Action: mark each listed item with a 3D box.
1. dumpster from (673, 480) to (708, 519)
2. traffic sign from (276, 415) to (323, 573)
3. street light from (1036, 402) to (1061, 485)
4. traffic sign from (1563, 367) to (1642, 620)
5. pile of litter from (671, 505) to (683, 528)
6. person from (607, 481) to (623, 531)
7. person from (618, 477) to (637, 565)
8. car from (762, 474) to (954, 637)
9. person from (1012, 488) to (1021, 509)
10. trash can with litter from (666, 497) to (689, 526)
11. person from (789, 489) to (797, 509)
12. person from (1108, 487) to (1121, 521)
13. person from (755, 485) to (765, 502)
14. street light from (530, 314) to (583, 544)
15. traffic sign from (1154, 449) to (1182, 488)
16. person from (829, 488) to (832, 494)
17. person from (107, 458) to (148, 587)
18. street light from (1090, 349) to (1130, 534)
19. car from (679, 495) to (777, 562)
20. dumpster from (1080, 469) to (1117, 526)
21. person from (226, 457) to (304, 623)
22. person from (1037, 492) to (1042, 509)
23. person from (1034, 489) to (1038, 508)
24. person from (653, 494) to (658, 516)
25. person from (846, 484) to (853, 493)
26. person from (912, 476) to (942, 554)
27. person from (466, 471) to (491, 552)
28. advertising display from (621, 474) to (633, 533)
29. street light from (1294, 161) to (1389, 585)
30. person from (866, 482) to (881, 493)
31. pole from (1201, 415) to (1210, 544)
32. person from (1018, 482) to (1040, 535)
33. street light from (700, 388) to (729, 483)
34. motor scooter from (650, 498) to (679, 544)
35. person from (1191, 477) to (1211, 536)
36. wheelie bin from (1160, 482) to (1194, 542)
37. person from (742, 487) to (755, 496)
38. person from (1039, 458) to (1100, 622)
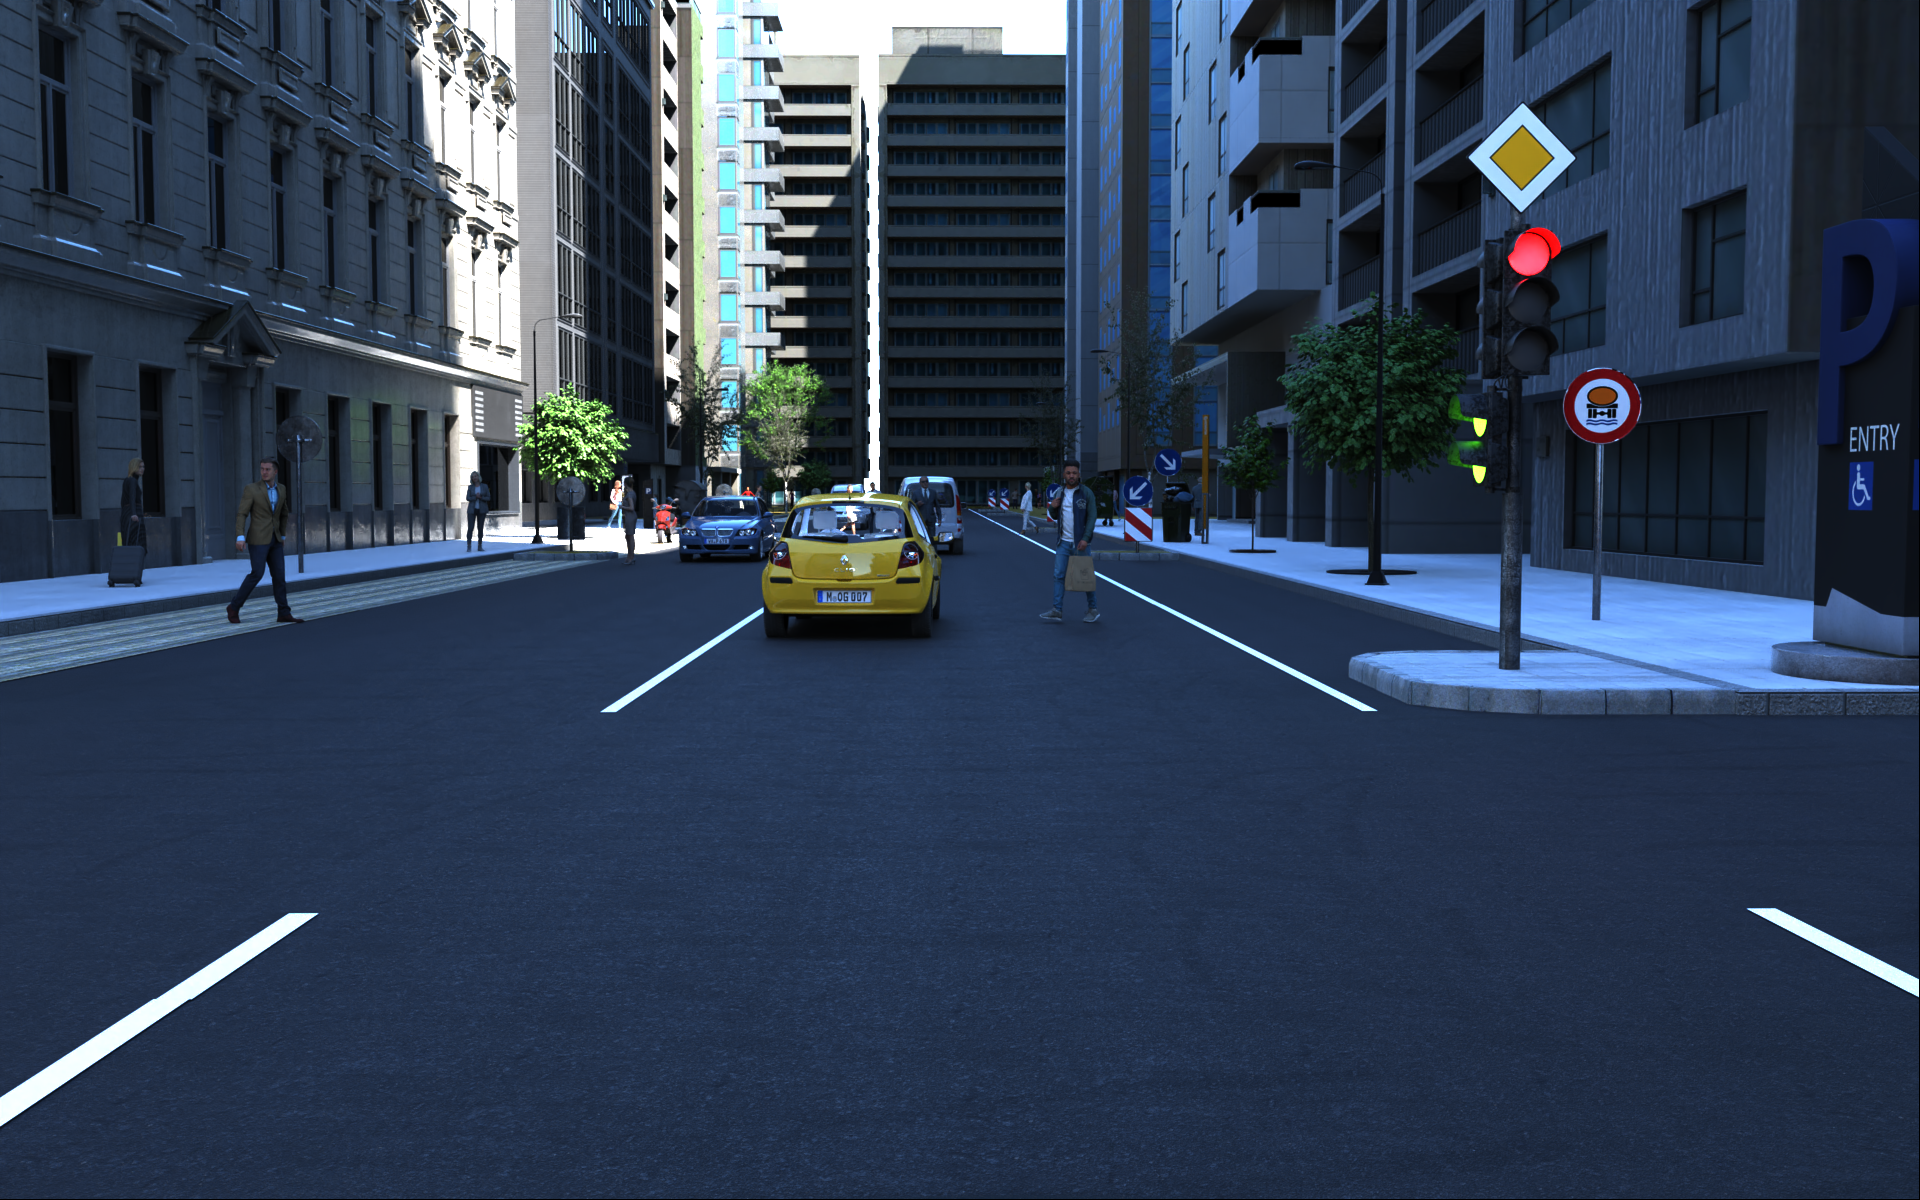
[{"bbox_3d":[-11.330,-4.089,72.610,1.264,1.857,1.865,0,4,-1],"label":"dumpster"},{"bbox_3d":[-10.720,-1.712,28.103,0.768,2.556,0.104,0,4,2],"label":"traffic sign"},{"bbox_3d":[4.547,-7.046,87.746,1.470,5.913,1.316,0,4,-1],"label":"street light"},{"bbox_3d":[6.471,-1.066,17.540,0.768,2.556,0.104,0,4,6],"label":"traffic sign"},{"bbox_3d":[-11.250,-3.254,67.161,1.176,0.858,1.719,0,4,4],"label":"pile of litter"},{"bbox_3d":[-11.974,-3.278,60.226,0.643,1.750,0.593,3,5,41],"label":"person"},{"bbox_3d":[-6.743,-1.610,35.168,0.374,1.781,0.599,0,4,-5],"label":"person"},{"bbox_3d":[-1.088,-0.521,18.741,2.015,1.641,3.980,0,4,1],"label":"car"},{"bbox_3d":[4.798,-8.610,147.346,0.617,1.759,0.750,2,4,32],"label":"person"},{"bbox_3d":[-11.437,-3.607,70.362,1.055,1.170,0.624,1,4,14],"label":"trash can with litter"},{"bbox_3d":[-14.287,-8.639,147.966,0.721,1.739,1.217,-3,4,-38],"label":"person"},{"bbox_3d":[7.347,-4.633,82.385,0.593,1.750,0.643,-2,4,-35],"label":"person"},{"bbox_3d":[-7.503,-3.439,65.073,0.374,1.781,0.599,-1,4,-23],"label":"person"},{"bbox_3d":[-10.411,-4.414,44.714,1.470,5.913,1.316,0,4,-1],"label":"street light"},{"bbox_3d":[5.821,-2.962,48.537,0.768,2.556,0.104,0,4,0],"label":"traffic sign"},{"bbox_3d":[-8.670,-6.644,116.754,1.348,1.869,0.705,1,4,20],"label":"person"},{"bbox_3d":[-11.746,-1.112,24.436,0.699,1.804,1.509,-1,4,-9],"label":"person"},{"bbox_3d":[4.878,-5.081,55.617,1.470,5.913,1.316,0,4,-1],"label":"street light"},{"bbox_3d":[-5.081,-1.610,38.325,2.014,1.417,4.499,0,3,0],"label":"car"},{"bbox_3d":[5.463,-4.095,69.451,1.502,2.255,1.985,0,4,-1],"label":"dumpster"},{"bbox_3d":[-7.700,-0.653,19.092,0.836,1.842,0.656,0,4,-2],"label":"person"},{"bbox_3d":[6.758,-8.424,147.003,0.421,1.427,0.697,0,4,-5],"label":"person"},{"bbox_3d":[7.134,-9.365,159.685,0.721,1.766,1.217,0,4,0],"label":"person"},{"bbox_3d":[-14.915,-4.533,84.432,0.394,1.301,0.425,0,4,-4],"label":"person"},{"bbox_3d":[-3.444,-2.709,53.540,0.760,1.731,0.466,-1,4,-21],"label":"person"},{"bbox_3d":[-0.691,-1.645,35.567,0.661,1.801,0.590,-1,4,-9],"label":"person"},{"bbox_3d":[-10.764,-1.986,38.703,0.537,1.800,0.526,-1,4,-10],"label":"person"},{"bbox_3d":[-11.009,-3.185,57.294,0.123,1.923,0.974,-2,4,-27],"label":"advertising display"},{"bbox_3d":[5.355,-3.167,24.315,1.470,5.913,1.316,0,4,-1],"label":"street light"},{"bbox_3d":[-2.828,-2.999,57.383,0.661,1.843,0.795,1,4,17],"label":"person"},{"bbox_3d":[6.323,-3.104,44.597,0.158,3.312,0.155,0,3,0],"label":"pole"},{"bbox_3d":[2.442,-3.220,61.019,0.818,1.842,0.514,-1,4,-11],"label":"person"},{"bbox_3d":[-10.833,-6.331,76.060,1.470,5.913,1.316,0,4,-1],"label":"street light"},{"bbox_3d":[-8.540,-2.292,50.251,0.815,1.314,1.986,0,4,0],"label":"motor scooter"},{"bbox_3d":[7.456,-2.889,53.449,0.661,1.801,0.590,3,5,40],"label":"person"},{"bbox_3d":[5.780,-2.337,46.121,0.980,1.594,0.693,3,4,38],"label":"wheelie bin"},{"bbox_3d":[-15.995,-7.624,130.634,1.348,1.831,0.705,-1,4,-18],"label":"person"},{"bbox_3d":[1.285,-0.658,19.244,0.713,1.824,0.794,-3,4,-36],"label":"person"}]
